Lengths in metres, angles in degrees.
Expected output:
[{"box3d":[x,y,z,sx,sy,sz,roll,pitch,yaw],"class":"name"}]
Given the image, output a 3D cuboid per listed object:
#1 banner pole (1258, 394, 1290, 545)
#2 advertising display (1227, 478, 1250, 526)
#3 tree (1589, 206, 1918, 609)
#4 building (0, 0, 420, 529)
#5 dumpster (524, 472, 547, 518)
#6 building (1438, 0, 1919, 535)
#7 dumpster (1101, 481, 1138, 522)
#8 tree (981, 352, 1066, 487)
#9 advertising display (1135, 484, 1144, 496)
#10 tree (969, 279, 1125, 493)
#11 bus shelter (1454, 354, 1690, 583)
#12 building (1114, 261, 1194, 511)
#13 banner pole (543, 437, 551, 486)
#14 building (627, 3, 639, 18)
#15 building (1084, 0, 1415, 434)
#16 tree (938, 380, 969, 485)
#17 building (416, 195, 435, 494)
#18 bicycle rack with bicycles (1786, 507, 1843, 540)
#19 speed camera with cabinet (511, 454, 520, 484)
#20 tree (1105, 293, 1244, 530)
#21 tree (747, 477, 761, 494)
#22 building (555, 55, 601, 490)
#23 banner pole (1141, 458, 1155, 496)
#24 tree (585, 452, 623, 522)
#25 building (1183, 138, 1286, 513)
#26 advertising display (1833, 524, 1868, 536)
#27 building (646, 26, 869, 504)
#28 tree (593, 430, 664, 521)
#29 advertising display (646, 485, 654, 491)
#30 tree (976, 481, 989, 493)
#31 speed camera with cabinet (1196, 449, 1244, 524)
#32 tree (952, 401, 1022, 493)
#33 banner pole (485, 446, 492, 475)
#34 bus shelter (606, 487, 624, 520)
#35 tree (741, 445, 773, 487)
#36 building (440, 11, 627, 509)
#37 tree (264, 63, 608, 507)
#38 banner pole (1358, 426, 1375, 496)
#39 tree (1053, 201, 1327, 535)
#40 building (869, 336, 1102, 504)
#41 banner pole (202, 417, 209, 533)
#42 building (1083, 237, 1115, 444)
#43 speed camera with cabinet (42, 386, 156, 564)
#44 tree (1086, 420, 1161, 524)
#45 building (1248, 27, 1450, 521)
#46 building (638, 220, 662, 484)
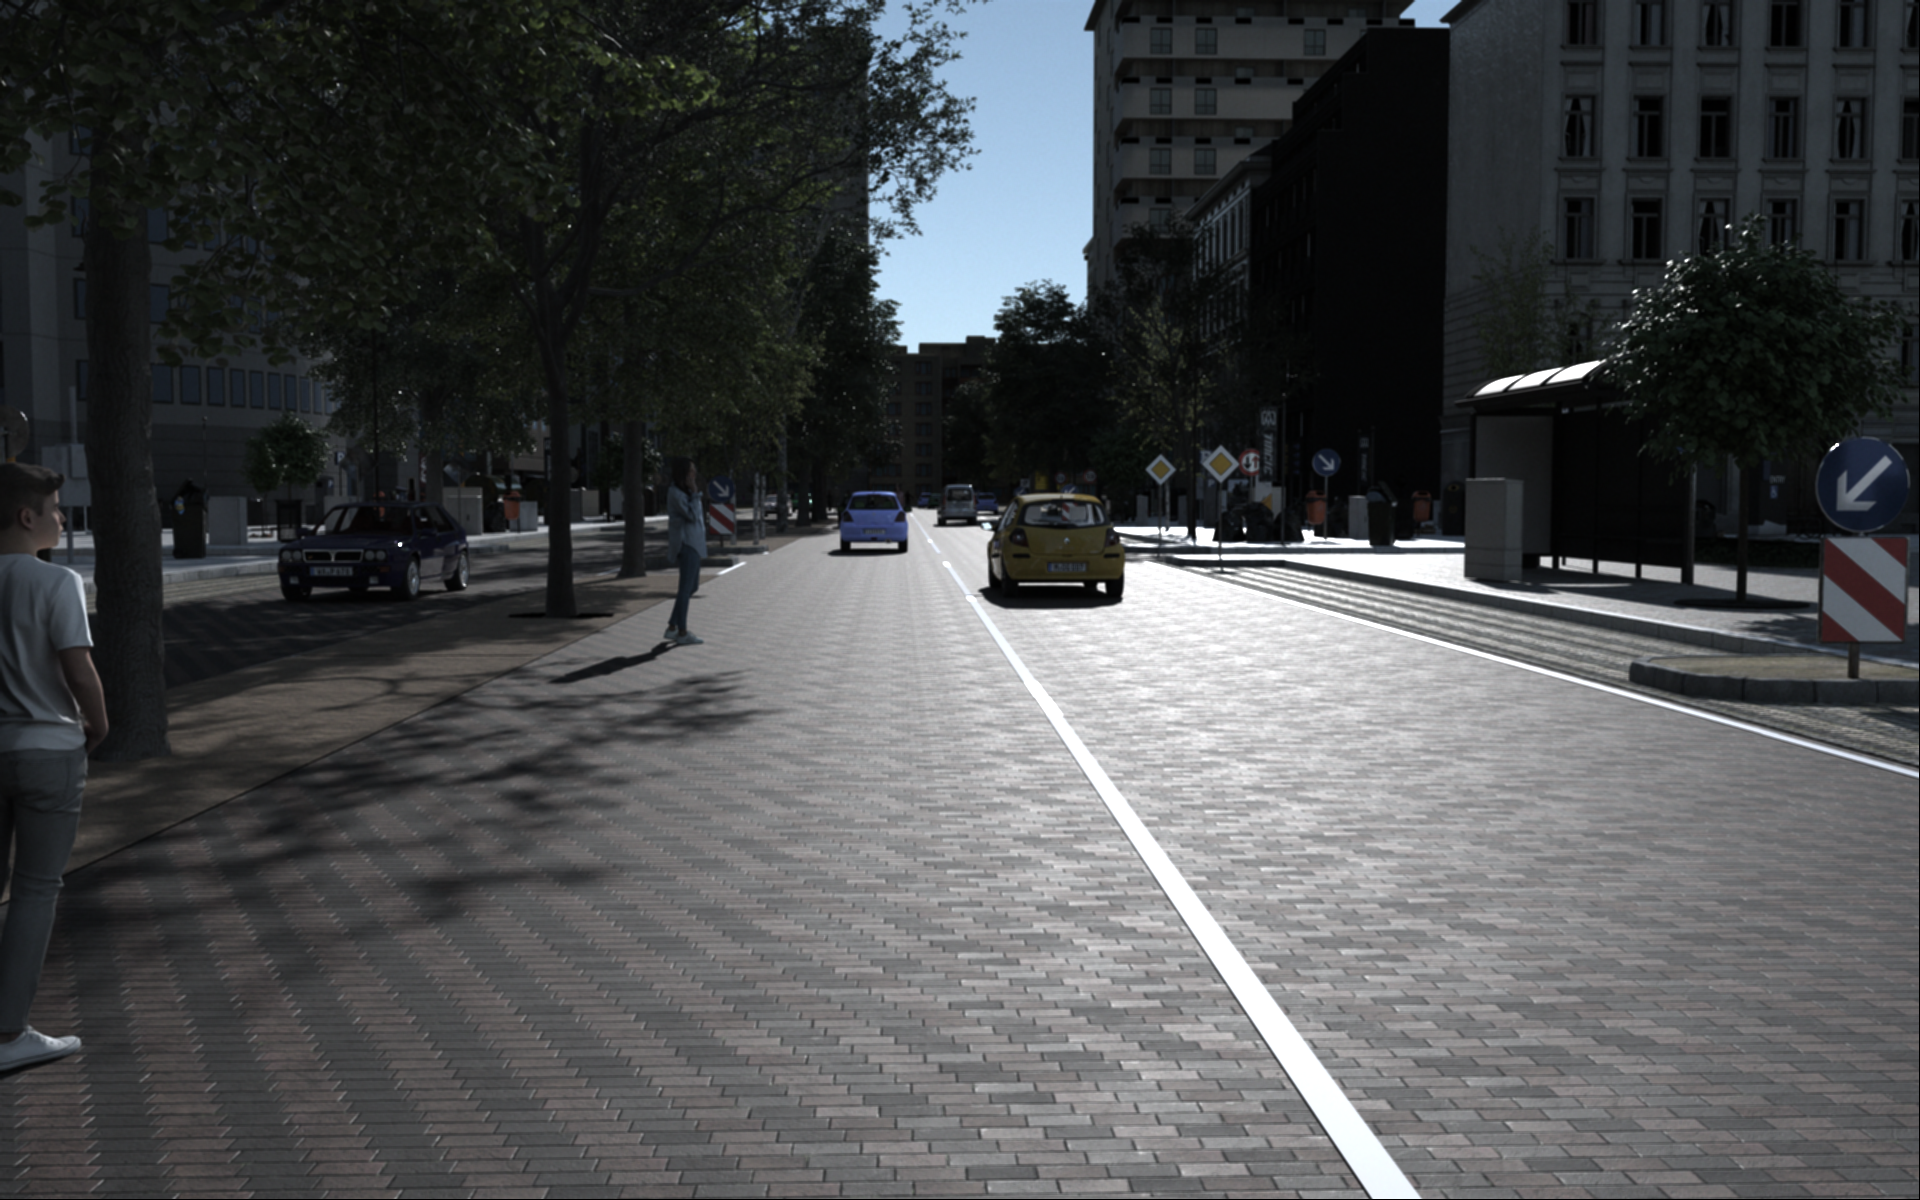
[{"box3d":[7.892,-3.271,43.499,0.863,3.779,0.401,0,4,-6],"class":"banner pole"},{"box3d":[11.350,-3.999,70.595,0.974,1.923,0.123,2,4,30],"class":"advertising display"},{"box3d":[8.974,-2.216,19.952,4.285,4.588,4.351,0,3,0],"class":"tree"},{"box3d":[-38.090,-32.547,74.135,21.231,58.520,28.212,0,4,-2],"class":"building"},{"box3d":[-18.376,-4.530,76.551,1.502,2.255,1.985,0,4,-2],"class":"dumpster"},{"box3d":[26.752,-12.835,59.008,18.267,20.994,9.793,0,4,-2],"class":"building"},{"box3d":[7.513,-4.829,81.449,1.502,2.255,1.985,0,4,-2],"class":"dumpster"},{"box3d":[5.198,-13.277,135.198,7.486,12.596,7.792,0,3,0],"class":"tree"},{"box3d":[11.228,-6.304,108.291,0.123,1.923,0.974,3,4,38],"class":"advertising display"},{"box3d":[5.560,-11.963,102.253,9.857,13.997,8.962,0,3,0],"class":"tree"},{"box3d":[9.651,-2.041,27.288,2.014,3.302,5.546,0,4,-2],"class":"bus shelter"},{"box3d":[28.234,-18.175,142.208,27.650,21.520,28.899,0,4,-2],"class":"building"},{"box3d":[-15.716,-4.719,67.173,0.863,3.779,0.401,0,4,-8],"class":"banner pole"},{"box3d":[-50.082,-47.826,220.211,20.611,71.187,20.563,0,4,-2],"class":"building"},{"box3d":[27.814,-35.484,169.402,28.713,52.752,27.495,0,4,-2],"class":"building"},{"box3d":[2.204,-17.097,186.195,9.857,13.997,8.962,0,3,0],"class":"tree"},{"box3d":[-32.721,-27.755,103.904,14.600,45.320,14.200,0,4,-2],"class":"building"},{"box3d":[23.907,-2.215,49.602,2.852,0.926,2.925,-3,5,-44],"class":"bicycle rack with bicycles"},{"box3d":[-22.676,-5.541,84.934,2.038,3.252,0.660,0,4,3],"class":"speed camera with cabinet"},{"box3d":[7.346,-6.812,61.733,4.360,8.622,3.978,0,3,0],"class":"tree"},{"box3d":[-20.075,-10.798,171.153,1.663,3.219,1.824,0,3,0],"class":"tree"},{"box3d":[-39.336,-50.005,130.253,22.319,86.520,31.000,0,4,-2],"class":"building"},{"box3d":[11.439,-7.036,105.052,0.863,3.779,0.401,-1,4,-13],"class":"banner pole"},{"box3d":[-16.197,-5.187,79.416,1.663,3.219,1.824,0,3,0],"class":"tree"},{"box3d":[20.967,-17.109,108.609,11.050,23.489,19.941,0,4,-2],"class":"building"},{"box3d":[23.567,-2.482,45.787,0.974,1.923,0.123,0,4,1],"class":"advertising display"},{"box3d":[-25.696,-41.575,221.750,28.212,58.520,21.231,0,4,-2],"class":"building"},{"box3d":[-15.903,-6.072,82.995,4.285,4.588,4.351,0,3,0],"class":"tree"},{"box3d":[-19.688,-6.385,109.608,0.974,1.923,0.123,-2,4,-30],"class":"advertising display"},{"box3d":[2.513,-12.231,194.582,1.663,3.219,1.824,0,3,0],"class":"tree"},{"box3d":[11.274,-4.937,75.059,2.038,3.252,0.660,2,4,35],"class":"speed camera with cabinet"},{"box3d":[3.063,-13.746,159.155,8.767,10.594,7.601,2,4,34],"class":"tree"},{"box3d":[-24.334,-6.075,89.336,0.401,3.779,0.863,-3,5,-42],"class":"banner pole"},{"box3d":[-16.938,-5.795,88.672,2.014,3.302,5.546,0,4,-2],"class":"bus shelter"},{"box3d":[-19.963,-14.877,177.645,8.767,10.594,7.601,3,4,38],"class":"tree"},{"box3d":[-37.253,-30.839,154.321,14.600,45.320,14.200,0,4,-2],"class":"building"},{"box3d":[-15.286,-8.795,50.460,9.857,13.997,8.962,0,3,0],"class":"tree"},{"box3d":[15.115,-4.542,64.278,0.401,3.779,0.863,-3,4,-36],"class":"banner pole"},{"box3d":[7.312,-7.356,54.675,8.767,10.594,7.601,0,4,-4],"class":"tree"},{"box3d":[2.729,-23.360,226.972,28.899,21.520,27.650,0,4,-2],"class":"building"},{"box3d":[-24.575,-4.061,56.407,0.401,3.779,0.863,-1,4,-22],"class":"banner pole"},{"box3d":[29.401,-32.862,229.179,23.993,40.220,32.217,0,4,-2],"class":"building"},{"box3d":[-16.188,-2.341,32.609,0.660,3.252,2.038,2,4,24],"class":"speed camera with cabinet"},{"box3d":[7.132,-5.599,75.257,4.285,4.588,4.351,0,3,0],"class":"tree"},{"box3d":[22.910,-15.972,90.816,12.332,23.373,15.834,0,4,-2],"class":"building"},{"box3d":[-37.753,-24.672,175.082,14.107,30.474,14.160,0,4,-2],"class":"building"}]
